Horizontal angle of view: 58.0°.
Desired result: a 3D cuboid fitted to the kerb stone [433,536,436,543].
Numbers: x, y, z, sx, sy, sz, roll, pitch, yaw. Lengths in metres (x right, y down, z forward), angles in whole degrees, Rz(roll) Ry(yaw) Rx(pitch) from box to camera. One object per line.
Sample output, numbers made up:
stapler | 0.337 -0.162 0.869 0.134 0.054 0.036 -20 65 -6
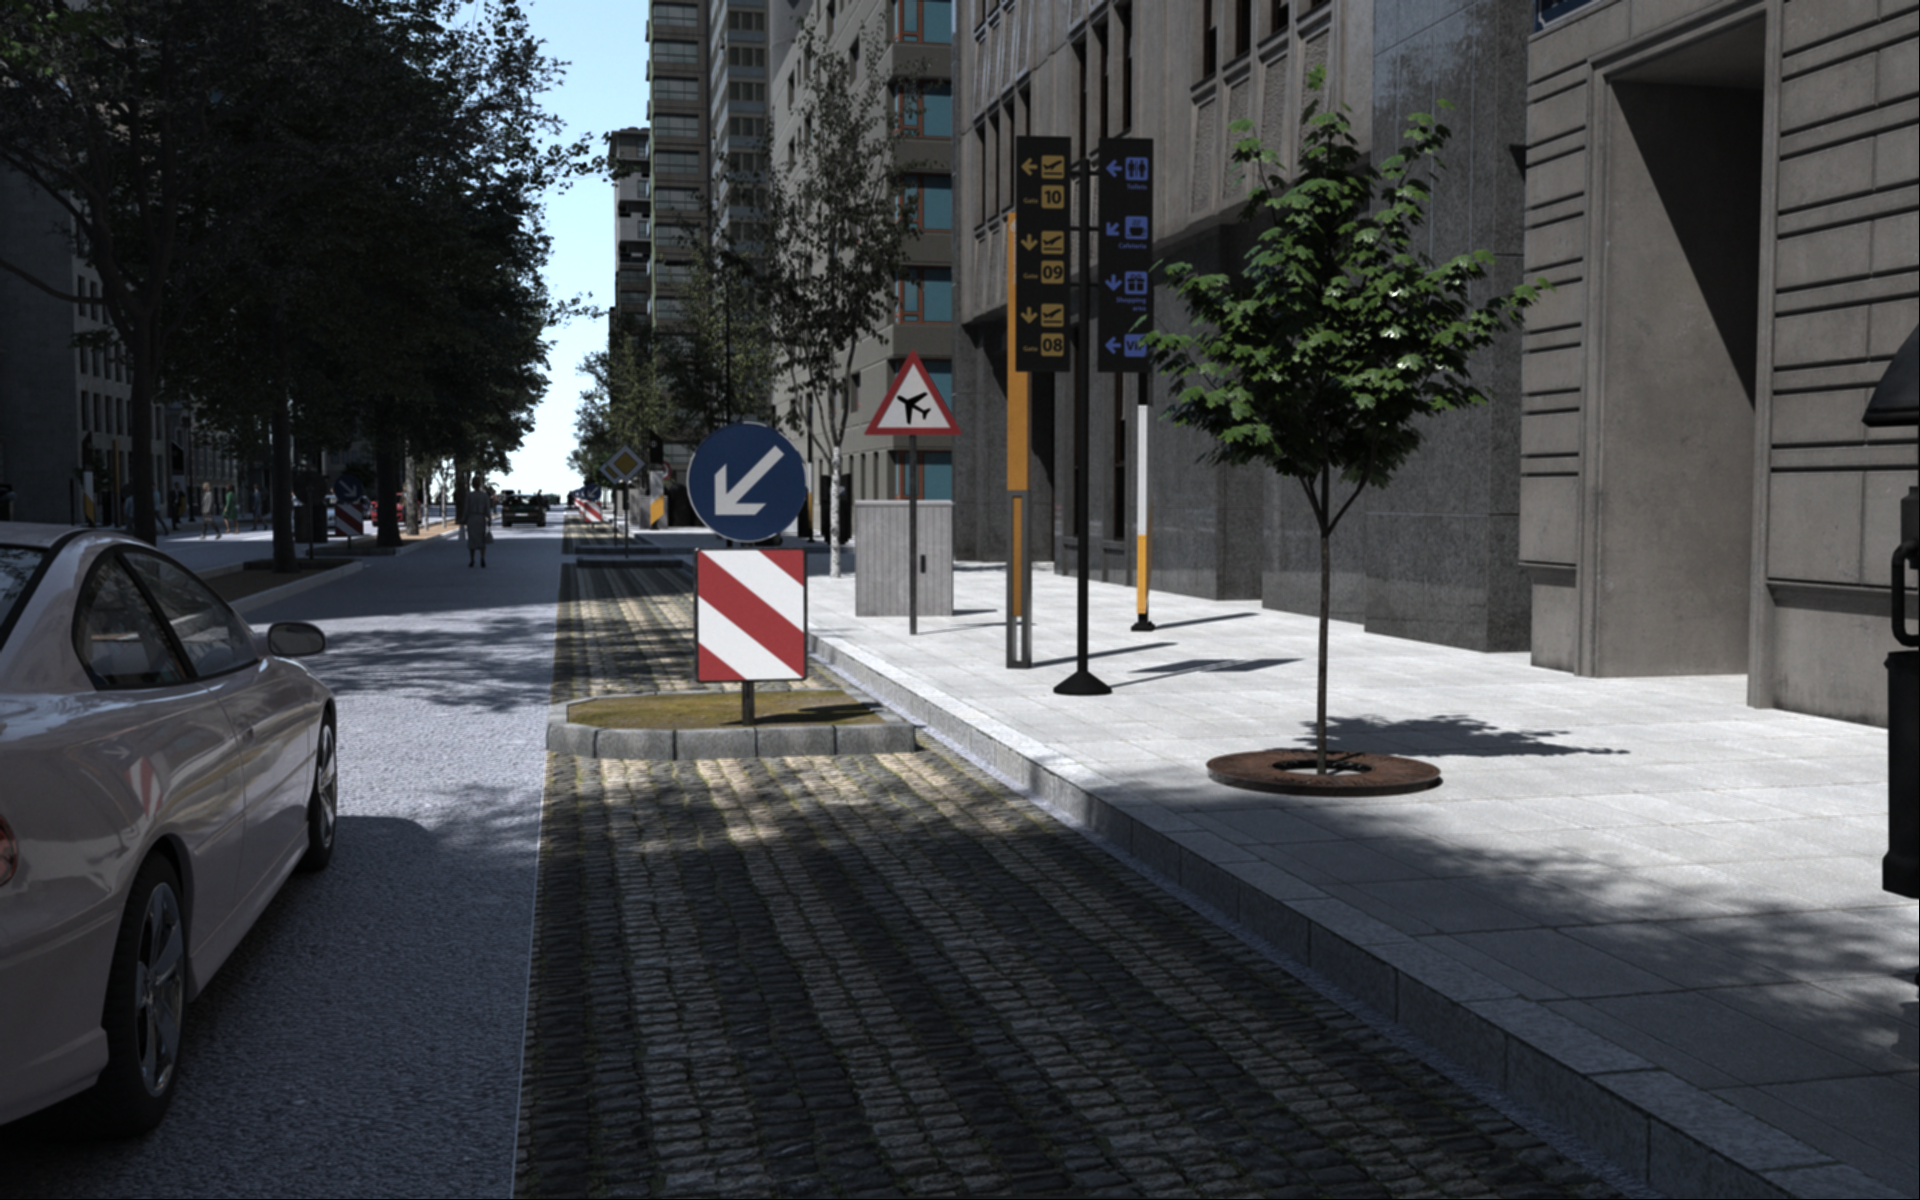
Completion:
kerb stone | -15.331 -1.705 50.073 0.120 0.150 1.000 -1 4 -13

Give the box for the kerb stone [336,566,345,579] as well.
kerb stone | -10.645 -0.442 29.490 0.120 0.150 1.000 -1 4 -13

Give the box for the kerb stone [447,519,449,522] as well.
kerb stone | -25.791 -3.935 86.575 0.120 0.150 1.000 -1 4 -13

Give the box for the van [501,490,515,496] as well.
van | -62.716 -14.435 240.399 2.240 2.365 5.245 -1 4 -11

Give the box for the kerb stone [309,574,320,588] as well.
kerb stone | -9.955 -0.263 26.489 0.120 0.150 1.000 -1 4 -13

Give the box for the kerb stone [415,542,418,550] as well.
kerb stone | -13.960 -1.336 44.082 0.120 0.150 1.000 -1 4 -13

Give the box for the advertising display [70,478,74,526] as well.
advertising display | -35.459 -3.912 69.172 0.123 1.923 0.974 -2 4 -27

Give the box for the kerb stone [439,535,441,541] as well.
kerb stone | -15.786 -1.828 52.084 0.120 0.150 1.000 -1 4 -13

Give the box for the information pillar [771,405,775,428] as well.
information pillar | -4.923 -3.325 45.724 0.183 3.616 0.504 -1 4 -11

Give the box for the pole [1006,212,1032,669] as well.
pole | 0.436 -1.153 12.687 0.158 3.312 0.155 0 3 0

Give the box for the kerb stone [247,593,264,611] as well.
kerb stone | -8.822 0.042 21.501 0.120 0.150 1.000 -1 4 -13

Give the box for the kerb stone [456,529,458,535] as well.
kerb stone | -17.598 -2.316 60.061 0.120 0.150 1.000 -1 4 -13

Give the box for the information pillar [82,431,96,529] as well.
information pillar | -32.204 -4.442 63.989 0.183 3.616 0.504 0 4 7

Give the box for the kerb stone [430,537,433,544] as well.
kerb stone | -15.097 -1.643 49.078 0.120 0.150 1.000 -1 4 -13

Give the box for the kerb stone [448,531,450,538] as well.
kerb stone | -16.689 -2.068 56.075 0.120 0.150 1.000 -1 4 -13

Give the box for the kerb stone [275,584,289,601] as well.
kerb stone | -9.276 -0.080 23.498 0.120 0.150 1.000 -1 4 -13

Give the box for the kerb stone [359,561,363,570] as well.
kerb stone | -11.329 -0.631 32.506 0.120 0.150 1.000 -1 4 -13

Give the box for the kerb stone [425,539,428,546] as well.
kerb stone | -14.645 -1.522 47.076 0.120 0.150 1.000 -1 4 -13

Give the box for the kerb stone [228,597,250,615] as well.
kerb stone | -8.591 0.103 20.505 0.120 0.150 1.000 -1 4 -13

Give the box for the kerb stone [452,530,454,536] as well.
kerb stone | -17.145 -2.192 58.068 0.120 0.150 1.000 -1 4 -13

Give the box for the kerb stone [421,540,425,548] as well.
kerb stone | -14.417 -1.461 46.080 0.120 0.150 1.000 -1 4 -13

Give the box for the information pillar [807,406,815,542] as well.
information pillar | -3.963 -3.338 45.926 0.183 3.616 0.504 0 3 0

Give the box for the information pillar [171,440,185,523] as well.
information pillar | -34.186 -5.160 75.724 0.504 3.616 0.183 0 4 -5

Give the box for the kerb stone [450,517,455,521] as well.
kerb stone | -26.923 -4.243 91.567 0.120 0.150 1.000 -1 4 -13

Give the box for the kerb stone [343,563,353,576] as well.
kerb stone | -10.866 -0.508 30.497 0.120 0.150 1.000 -1 4 -13

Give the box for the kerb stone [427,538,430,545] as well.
kerb stone | -14.874 -1.583 48.081 0.120 0.150 1.000 -1 4 -13

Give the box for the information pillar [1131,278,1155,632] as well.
information pillar | 1.747 -1.527 16.314 0.183 3.616 0.504 1 4 13

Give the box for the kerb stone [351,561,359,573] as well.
kerb stone | -11.099 -0.569 31.499 0.120 0.150 1.000 -1 4 -13

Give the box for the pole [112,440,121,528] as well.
pole | -31.809 -4.372 65.326 0.158 3.312 0.155 0 3 0

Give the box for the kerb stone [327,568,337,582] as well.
kerb stone | -10.412 -0.385 28.488 0.120 0.150 1.000 -1 4 -13

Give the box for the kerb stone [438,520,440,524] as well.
kerb stone | -24.425 -3.571 80.574 0.120 0.150 1.000 -1 4 -13

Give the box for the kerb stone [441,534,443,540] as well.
kerb stone | -16.012 -1.882 53.081 0.120 0.150 1.000 -1 4 -13

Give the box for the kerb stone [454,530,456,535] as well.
kerb stone | -17.367 -2.255 59.066 0.120 0.150 1.000 -1 4 -13

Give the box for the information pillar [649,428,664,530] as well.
information pillar | -10.811 -4.300 61.657 0.504 3.616 0.183 -1 4 -10

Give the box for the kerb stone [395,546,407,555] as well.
kerb stone | -13.283 -1.155 41.079 0.120 0.150 1.000 -1 4 -13

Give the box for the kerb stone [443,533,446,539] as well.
kerb stone | -16.238 -1.947 54.077 0.120 0.150 1.000 -1 4 -13

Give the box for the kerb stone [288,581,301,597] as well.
kerb stone | -9.500 -0.136 24.496 0.120 0.150 1.000 -1 4 -13

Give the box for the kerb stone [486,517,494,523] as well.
kerb stone | -24.423 -4.150 90.041 0.120 0.150 1.000 -1 4 -13

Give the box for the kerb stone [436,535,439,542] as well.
kerb stone | -15.550 -1.766 51.071 0.120 0.150 1.000 -1 4 -13

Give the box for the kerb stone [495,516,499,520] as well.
kerb stone | -25.790 -4.516 96.036 0.120 0.150 1.000 -1 4 -13

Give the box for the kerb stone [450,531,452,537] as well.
kerb stone | -16.915 -2.133 57.072 0.120 0.150 1.000 -1 4 -13

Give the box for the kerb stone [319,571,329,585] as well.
kerb stone | -10.185 -0.322 27.488 0.120 0.150 1.000 -1 4 -13

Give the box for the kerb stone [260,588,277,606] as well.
kerb stone | -9.049 -0.019 22.500 0.120 0.150 1.000 -1 4 -13

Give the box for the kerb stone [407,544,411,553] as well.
kerb stone | -13.505 -1.216 42.082 0.120 0.150 1.000 -1 4 -13

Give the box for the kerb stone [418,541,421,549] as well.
kerb stone | -14.188 -1.400 45.081 0.120 0.150 1.000 -1 4 -13

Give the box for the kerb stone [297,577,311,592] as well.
kerb stone | -9.730 -0.202 25.492 0.120 0.150 1.000 -1 4 -13

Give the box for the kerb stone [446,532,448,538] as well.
kerb stone | -16.462 -2.003 55.075 0.120 0.150 1.000 -1 4 -13

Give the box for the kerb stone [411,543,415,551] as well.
kerb stone | -13.726 -1.270 43.088 0.120 0.150 1.000 -1 4 -13

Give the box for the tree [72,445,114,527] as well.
tree | -33.862 -4.489 67.991 1.663 3.219 1.824 0 3 0
